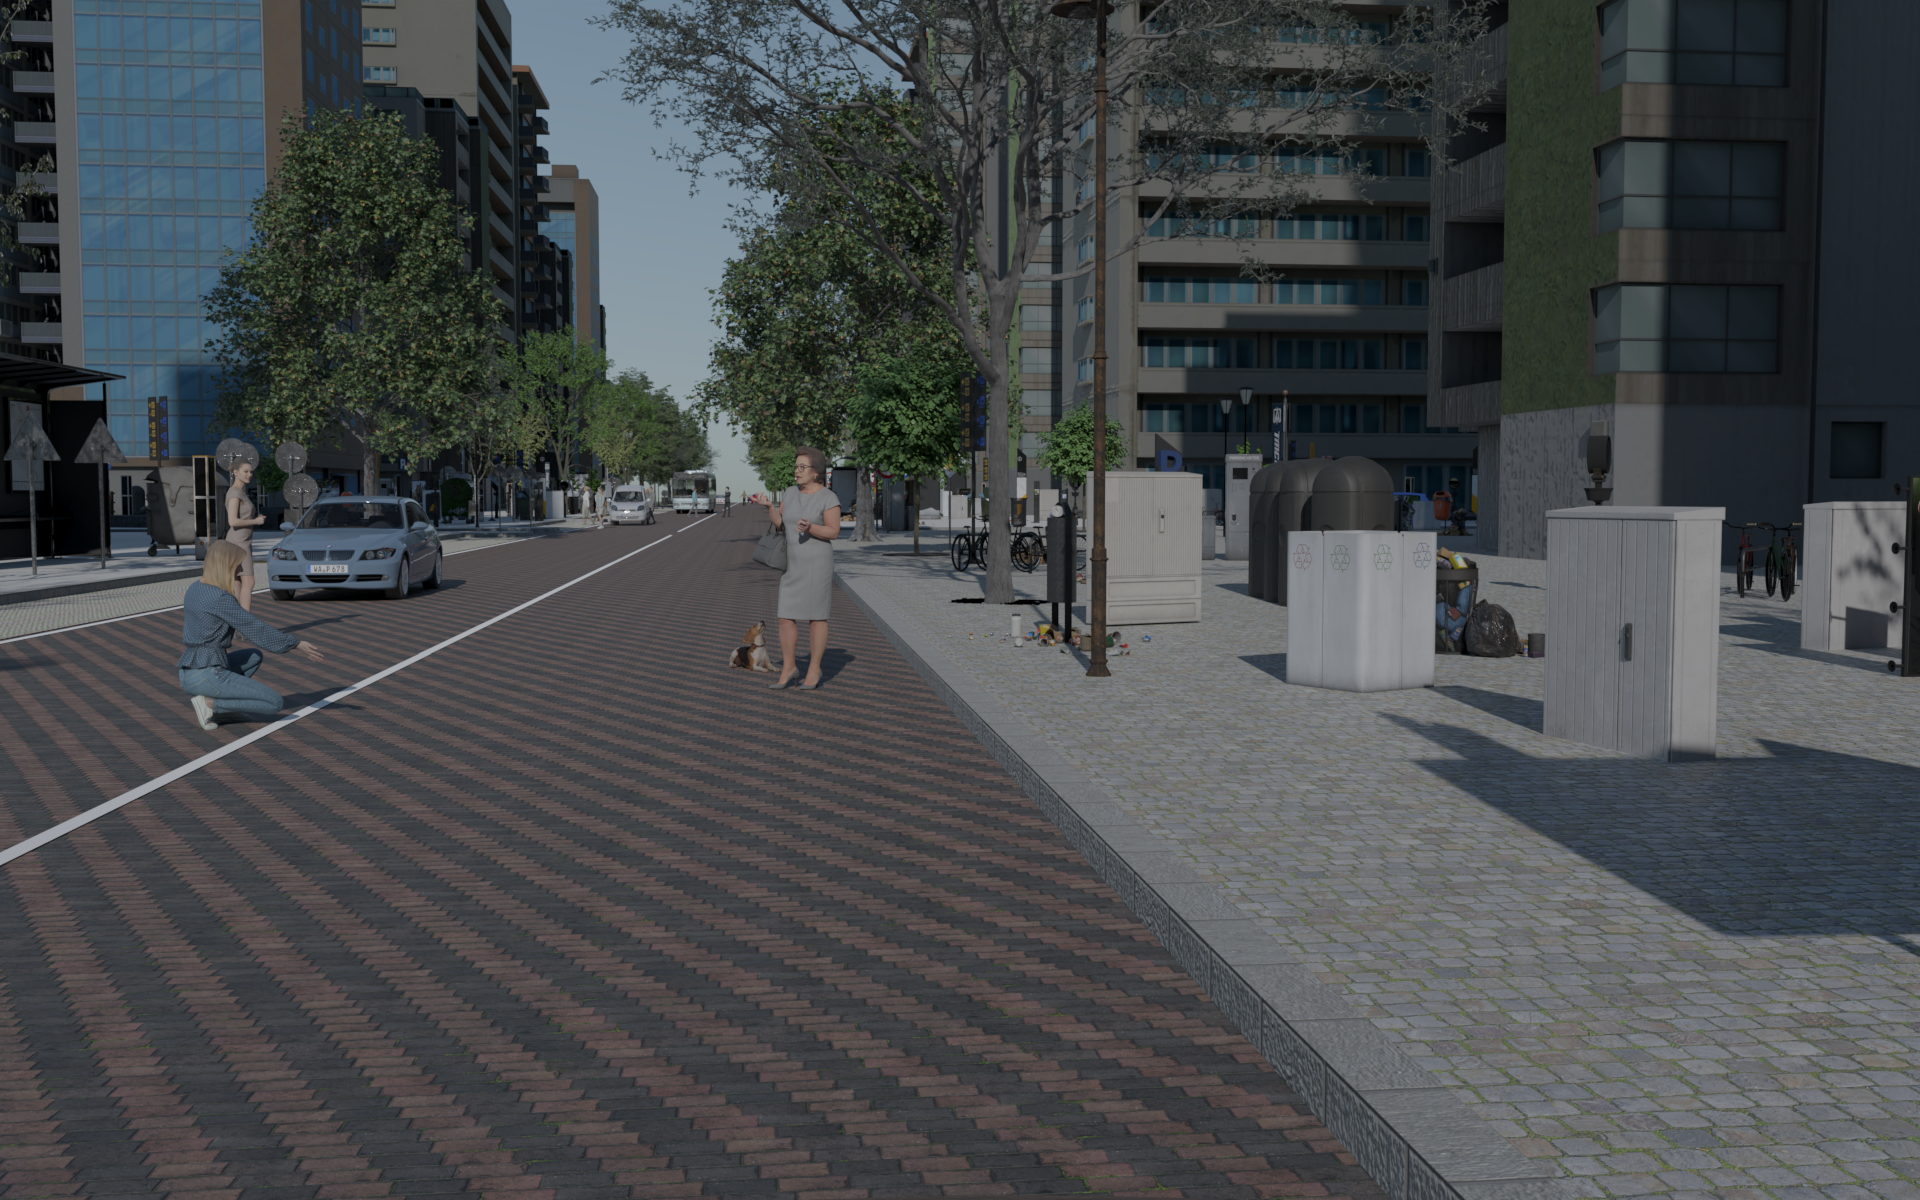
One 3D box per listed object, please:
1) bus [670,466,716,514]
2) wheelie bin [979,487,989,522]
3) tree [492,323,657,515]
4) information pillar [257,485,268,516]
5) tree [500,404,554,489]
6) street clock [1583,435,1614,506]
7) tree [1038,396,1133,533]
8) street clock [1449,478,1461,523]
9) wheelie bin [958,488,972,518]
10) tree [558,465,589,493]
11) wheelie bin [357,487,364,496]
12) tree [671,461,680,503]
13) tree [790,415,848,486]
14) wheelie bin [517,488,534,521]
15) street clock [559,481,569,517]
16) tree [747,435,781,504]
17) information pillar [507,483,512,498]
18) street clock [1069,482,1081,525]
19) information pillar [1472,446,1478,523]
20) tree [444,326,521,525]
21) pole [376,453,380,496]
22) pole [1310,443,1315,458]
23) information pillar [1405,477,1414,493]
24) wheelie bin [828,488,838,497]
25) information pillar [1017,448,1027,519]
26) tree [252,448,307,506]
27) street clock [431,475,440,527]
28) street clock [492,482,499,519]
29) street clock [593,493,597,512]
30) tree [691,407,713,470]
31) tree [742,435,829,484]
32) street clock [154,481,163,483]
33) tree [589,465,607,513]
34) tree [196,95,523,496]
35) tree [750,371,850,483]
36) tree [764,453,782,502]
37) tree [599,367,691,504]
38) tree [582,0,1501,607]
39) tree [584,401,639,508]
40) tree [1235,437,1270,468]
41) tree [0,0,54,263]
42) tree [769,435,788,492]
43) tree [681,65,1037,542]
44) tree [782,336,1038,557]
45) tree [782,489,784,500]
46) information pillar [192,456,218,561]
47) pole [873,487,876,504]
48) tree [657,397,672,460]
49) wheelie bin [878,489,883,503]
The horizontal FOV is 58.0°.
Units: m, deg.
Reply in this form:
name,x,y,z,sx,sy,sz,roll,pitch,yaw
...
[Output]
name,x,y,z,sx,sy,sz,roll,pitch,yaw
bus,-19.718,-8.202,128.965,2.948,3.499,13.247,0,4,-6
wheelie bin,1.295,-4.344,78.931,0.980,1.594,0.693,-1,4,-20
tree,-24.453,-11.051,106.434,9.928,11.665,9.643,0,3,0
information pillar,-28.803,-4.103,71.576,0.304,2.012,0.304,1,4,11
tree,-32.587,-10.958,129.526,4.737,8.622,4.395,0,3,0
street clock,7.902,-1.033,21.455,0.358,2.002,0.471,2,4,29
tree,4.263,-4.561,58.286,4.285,4.588,4.351,0,3,0
street clock,21.999,-4.433,77.050,0.471,2.002,0.358,3,5,41
wheelie bin,0.304,-5.219,93.236,0.980,1.594,0.693,-1,4,-13
tree,-25.612,-7.308,114.094,1.663,3.219,1.824,0,3,0
wheelie bin,-26.837,-4.321,78.563,0.980,1.594,0.693,-2,4,-25
tree,-38.372,-17.254,232.463,4.360,8.622,3.978,0,3,0
tree,-7.056,-8.412,87.901,4.360,8.622,3.978,0,3,0
wheelie bin,-21.079,-4.658,84.063,0.693,1.594,0.980,0,4,7
street clock,-21.884,-5.577,95.761,0.471,2.002,0.358,-1,4,-20
tree,-24.777,-18.684,231.236,9.928,11.665,9.643,0,3,0
information pillar,-30.898,-6.988,118.751,0.304,2.012,0.304,-2,4,-27
street clock,4.720,-4.059,70.939,0.471,2.002,0.358,-2,4,-25
information pillar,22.692,-5.167,75.831,0.504,3.616,0.183,2,4,25
tree,-19.731,-7.345,70.453,4.360,8.622,3.978,0,3,0
pole,-28.782,-5.611,85.577,0.158,3.312,0.155,0,3,0
pole,13.956,-4.575,68.652,0.158,3.312,0.155,0,3,0
information pillar,19.431,-4.308,74.921,0.304,2.012,0.304,3,5,40
wheelie bin,-6.318,-4.642,83.804,0.693,1.594,0.980,1,4,18
information pillar,3.109,-5.883,87.545,0.504,3.616,0.183,1,4,16
tree,-27.108,-4.528,68.635,1.663,3.219,1.824,0,3,0
street clock,-20.167,-3.794,66.601,0.358,2.002,0.471,-1,4,-21
street clock,-24.336,-5.281,90.909,0.471,2.002,0.358,-1,4,-12
street clock,-26.443,-7.386,125.328,0.471,2.002,0.358,2,4,29
tree,-36.383,-18.958,216.621,9.857,13.997,8.962,0,3,0
tree,-15.788,-15.659,162.683,9.857,13.997,8.962,0,3,0
street clock,-31.957,-3.958,69.279,0.358,2.002,0.471,1,4,16
tree,-24.629,-7.443,116.296,1.663,3.219,1.824,0,3,0
tree,-17.285,-8.150,50.255,9.611,12.733,9.660,0,3,0
tree,-11.229,-12.453,121.726,7.486,12.596,7.792,0,3,0
tree,-11.067,-7.923,113.256,4.285,4.588,4.351,0,3,0
tree,-31.691,-16.264,172.564,9.857,13.997,8.962,0,3,0
tree,0.387,-6.693,19.801,12.009,13.543,11.850,0,3,0
tree,-27.921,-11.477,138.011,4.737,8.622,4.395,0,3,0
tree,9.566,-3.889,58.191,1.663,3.219,1.824,0,3,0
tree,-14.171,-4.445,23.044,4.360,8.622,3.978,0,3,0
tree,-21.324,-15.641,206.084,4.737,8.622,4.395,0,3,0
tree,-2.698,-7.925,46.585,9.611,12.733,9.660,0,3,0
tree,-0.921,-3.202,36.061,4.285,4.588,4.351,0,3,0
tree,-18.908,-20.315,188.040,12.611,20.169,13.585,0,3,0
information pillar,-14.504,-1.761,33.289,0.304,2.012,0.304,0,4,7
pole,-4.443,-5.937,90.908,0.158,3.312,0.155,0,3,0
tree,-30.073,-14.084,156.029,9.928,11.665,9.643,0,3,0
wheelie bin,-4.881,-6.002,106.037,0.980,1.594,0.693,0,4,3
